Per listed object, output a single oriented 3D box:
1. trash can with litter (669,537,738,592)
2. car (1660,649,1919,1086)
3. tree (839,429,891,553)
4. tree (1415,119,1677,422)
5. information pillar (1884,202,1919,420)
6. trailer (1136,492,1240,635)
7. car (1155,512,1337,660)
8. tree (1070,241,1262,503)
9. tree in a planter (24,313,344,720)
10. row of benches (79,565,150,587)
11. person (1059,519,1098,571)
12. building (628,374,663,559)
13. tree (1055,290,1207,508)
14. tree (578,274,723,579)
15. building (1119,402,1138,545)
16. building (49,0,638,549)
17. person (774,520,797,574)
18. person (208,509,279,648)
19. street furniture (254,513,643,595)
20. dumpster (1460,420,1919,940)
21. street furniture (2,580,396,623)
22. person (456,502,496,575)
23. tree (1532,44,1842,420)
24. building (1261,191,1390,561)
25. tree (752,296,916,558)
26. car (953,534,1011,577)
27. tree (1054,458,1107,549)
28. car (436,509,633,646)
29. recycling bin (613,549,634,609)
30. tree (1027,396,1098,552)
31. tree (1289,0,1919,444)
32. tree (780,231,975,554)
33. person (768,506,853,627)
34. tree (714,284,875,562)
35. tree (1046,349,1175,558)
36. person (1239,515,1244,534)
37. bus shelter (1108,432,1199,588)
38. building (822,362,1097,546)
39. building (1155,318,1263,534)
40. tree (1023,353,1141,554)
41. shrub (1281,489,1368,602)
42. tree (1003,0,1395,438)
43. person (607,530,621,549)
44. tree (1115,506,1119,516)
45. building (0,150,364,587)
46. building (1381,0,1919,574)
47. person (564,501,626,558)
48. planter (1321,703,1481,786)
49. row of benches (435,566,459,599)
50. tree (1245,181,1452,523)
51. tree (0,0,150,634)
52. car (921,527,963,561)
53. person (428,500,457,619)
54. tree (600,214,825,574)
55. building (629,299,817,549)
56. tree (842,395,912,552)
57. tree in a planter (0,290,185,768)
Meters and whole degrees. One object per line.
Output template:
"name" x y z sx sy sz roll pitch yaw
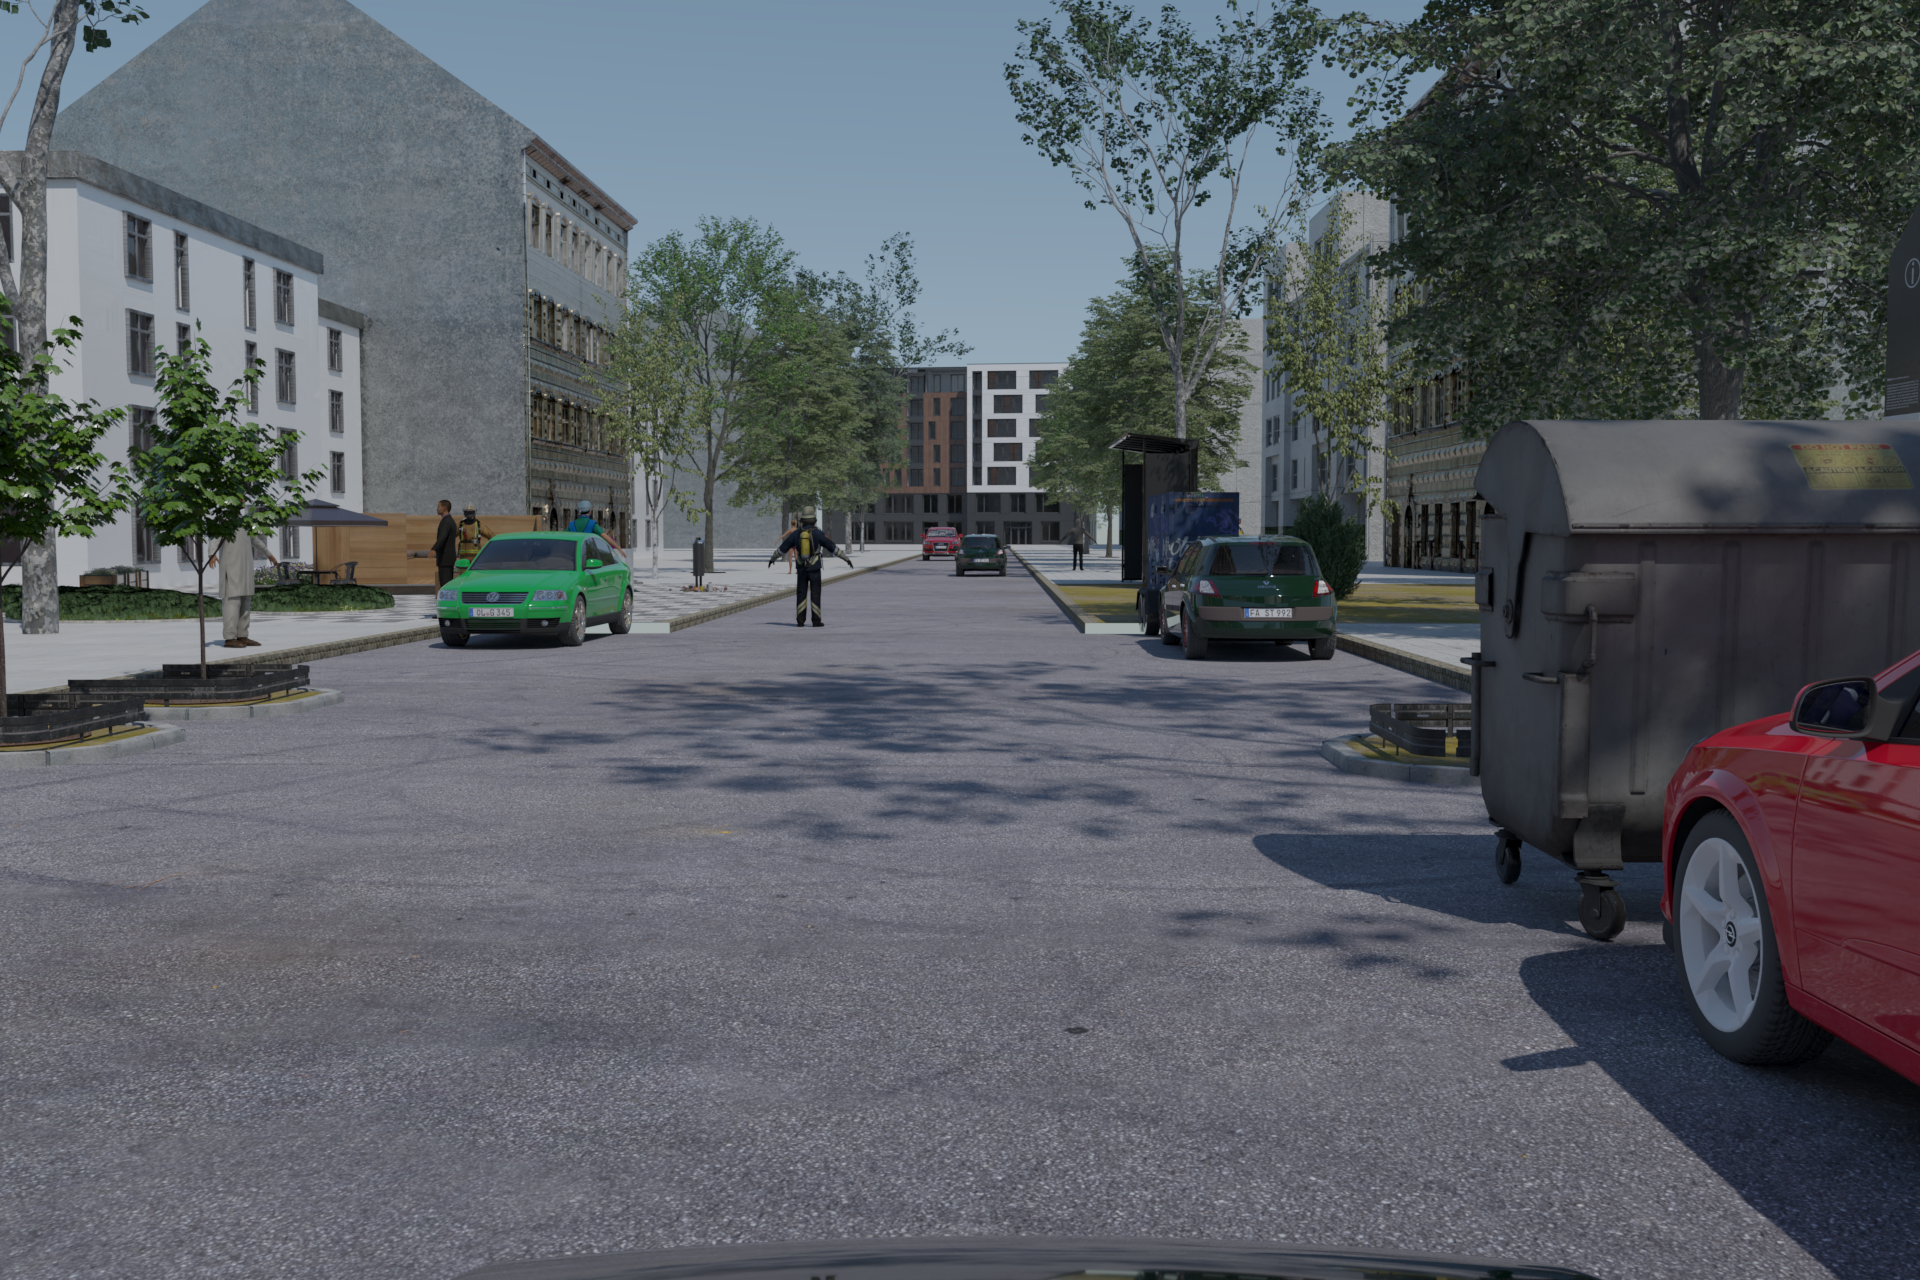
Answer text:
"trash can with litter" -5.733 -1.718 39.151 1.678 1.210 2.233 0 4 2
"car" 2.942 0.344 3.416 2.155 1.783 4.494 0 4 1
"tree" -6.679 -10.236 117.716 4.360 8.622 3.978 0 3 0
"tree" 9.954 -4.867 29.934 4.737 8.622 4.395 0 3 0
"information pillar" 6.567 -1.263 12.007 0.183 3.616 0.504 0 4 1
"trailer" 3.321 -1.128 25.491 1.471 1.999 3.904 0 4 0
"car" 3.440 -0.696 21.171 2.009 1.686 4.222 0 4 1
"tree" 7.982 -9.165 67.970 7.486 12.596 7.792 0 3 0
"tree in a planter" -6.255 -1.040 14.219 1.991 3.239 1.994 0 4 1
"row of benches" -16.135 -1.078 33.093 1.422 0.672 4.104 -1 4 -17
"person" 4.143 -3.339 60.724 1.348 1.813 0.705 1 4 8
"building" -21.451 -9.615 99.348 9.099 9.664 28.070 0 4 0
"tree" 7.800 -9.993 81.518 7.486 12.596 7.792 0 3 0
"tree" -8.651 -6.027 48.896 4.737 8.622 4.395 0 3 0
"building" 26.876 -19.686 188.317 16.747 18.905 31.486 0 4 1
"building" -25.496 -14.925 74.945 19.493 23.208 18.063 0 4 2
"person" -5.364 -2.972 55.395 1.217 1.733 0.721 -2 4 -31
"person" -8.175 -0.828 19.630 0.704 1.819 1.344 0 4 8
"street furniture" -13.244 -2.050 40.380 11.010 1.723 9.812 -1 4 -14
"dumpster" 2.962 0.100 6.573 1.865 1.857 1.264 0 4 0
"street furniture" -14.529 -0.734 27.627 10.072 0.657 5.734 0 4 -2
"person" -8.809 -1.553 31.158 1.354 1.858 0.705 -1 4 -12
"tree" 16.425 -7.513 40.966 7.486 12.596 7.792 0 3 0
"building" 28.028 -14.161 97.982 16.747 18.905 31.486 0 4 1
"tree" -7.285 -11.456 93.960 9.857 13.997 8.962 0 3 0
"car" 0.746 -3.042 59.530 2.009 1.686 4.222 0 4 2
"tree" 8.552 -10.288 118.568 4.360 8.622 3.978 0 3 0
"car" -5.675 -0.899 23.495 1.959 1.807 4.718 0 4 1
"recycling bin" -5.973 -1.032 29.434 0.722 1.027 0.722 0 4 2
"tree" 8.637 -12.137 124.202 9.928 11.665 9.643 0 3 0
"tree" 9.038 -6.974 20.678 9.857 13.997 8.962 0 3 0
"tree" -5.836 -15.422 108.038 12.611 20.169 13.585 0 3 0
"person" -2.325 -1.130 26.712 1.354 1.856 0.705 1 4 9
"tree" -7.607 -9.848 79.143 7.486 12.596 7.792 0 3 0
"tree" 8.169 -10.246 93.279 9.928 11.665 9.643 0 3 0
"person" 8.016 -2.689 49.937 0.705 1.833 1.349 3 4 37
"bus shelter" 4.775 -3.172 43.150 1.731 3.624 6.357 0 4 1
"building" 0.616 -22.869 220.332 32.646 21.610 27.936 0 4 8
"building" 25.952 -17.383 150.666 16.747 18.905 31.486 0 4 1
"tree" 7.756 -11.690 109.260 7.486 12.596 7.792 0 3 0
"shrub" 6.312 -1.621 30.546 1.661 2.075 1.752 0 3 0
"tree" 8.203 -12.085 53.483 12.611 20.169 13.585 0 3 0
"person" -12.136 -3.136 60.544 0.599 1.433 0.991 1 4 19
"tree" 21.734 -16.621 222.117 4.737 8.622 4.395 0 3 0
"building" -23.627 -6.727 52.140 9.099 9.664 28.070 0 4 1
"building" 25.657 -13.881 57.881 19.493 23.208 18.063 0 4 1
"person" -5.971 -1.319 27.697 1.347 1.817 0.704 1 4 21
"planter" 3.327 0.631 10.826 1.991 0.319 1.994 0 4 1
"row of benches" -8.500 -1.118 33.742 4.104 0.672 1.422 1 4 23
"tree" 7.851 -5.249 36.176 4.737 8.622 4.395 0 3 0
"tree" -13.160 -10.188 22.456 12.611 20.169 13.585 0 3 0
"car" -0.970 -5.208 93.828 2.281 1.827 5.304 0 4 1
"person" -7.824 -1.226 26.270 0.704 1.802 1.346 0 4 -6
"tree" -8.121 -7.985 56.305 9.928 11.665 9.643 0 3 0
"building" -23.567 -20.110 159.719 19.493 23.208 18.063 0 4 2
"tree" -7.063 -12.301 126.881 9.928 11.665 9.643 0 3 0
"tree in a planter" -6.359 -0.868 11.418 1.991 3.239 1.994 0 4 1
